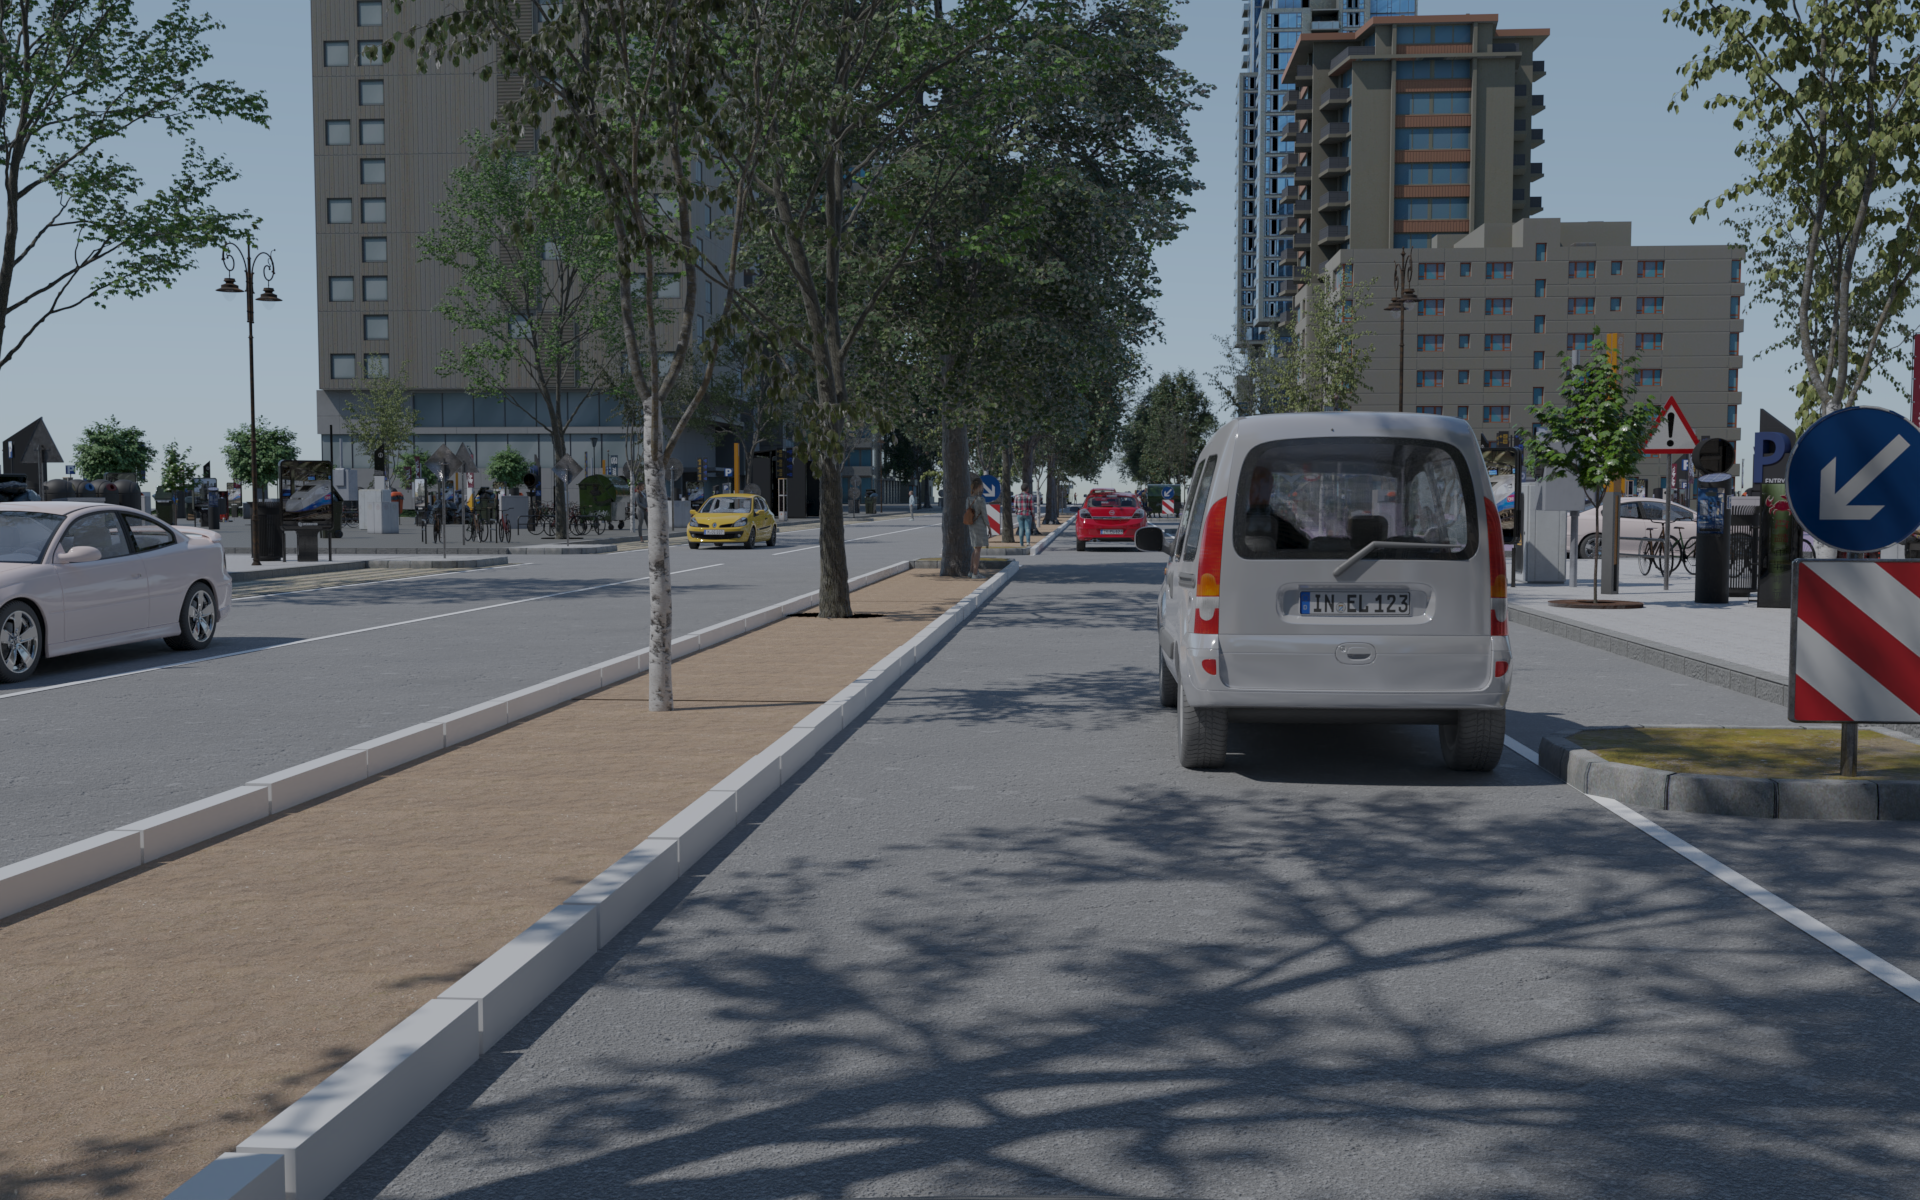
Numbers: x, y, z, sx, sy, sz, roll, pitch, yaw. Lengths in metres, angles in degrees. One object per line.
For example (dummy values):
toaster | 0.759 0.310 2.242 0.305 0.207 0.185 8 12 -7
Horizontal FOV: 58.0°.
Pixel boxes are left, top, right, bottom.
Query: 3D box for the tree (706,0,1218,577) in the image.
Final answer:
tree | -0.013 -7.371 29.621 9.857 13.997 8.962 0 3 0

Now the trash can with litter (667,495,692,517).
trash can with litter | -15.327 -5.229 96.557 2.233 1.210 1.678 3 5 44

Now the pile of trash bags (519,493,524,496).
pile of trash bags | -28.622 -5.933 106.763 3.447 1.369 1.912 -1 4 -22

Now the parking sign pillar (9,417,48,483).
parking sign pillar | -32.564 -4.396 60.351 1.447 3.967 1.447 -1 4 -8

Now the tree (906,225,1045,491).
tree | 0.593 -5.520 43.074 4.737 8.622 4.395 0 3 0

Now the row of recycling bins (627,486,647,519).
row of recycling bins | -17.491 -5.105 90.581 3.534 1.692 1.069 -1 4 -9

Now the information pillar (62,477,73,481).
information pillar | -38.739 -4.329 75.263 0.304 2.012 0.304 1 4 18

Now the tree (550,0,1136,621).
tree | -1.547 -5.602 19.811 9.928 11.665 9.643 0 3 0

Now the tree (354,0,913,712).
tree | -1.971 -3.552 10.900 4.360 8.622 3.978 0 3 0

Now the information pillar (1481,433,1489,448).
information pillar | 20.032 -4.578 66.210 0.183 3.616 0.504 -1 4 -14

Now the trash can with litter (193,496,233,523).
trash can with litter | -34.108 -4.154 78.973 1.678 1.210 2.233 2 4 31

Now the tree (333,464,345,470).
tree | -36.863 -6.571 102.043 1.663 3.219 1.824 0 3 0

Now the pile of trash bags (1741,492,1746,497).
pile of trash bags | 42.794 -5.068 92.616 1.912 1.369 3.447 0 4 -5

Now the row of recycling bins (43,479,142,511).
row of recycling bins | -24.128 -2.506 48.089 1.069 1.692 3.534 1 4 11

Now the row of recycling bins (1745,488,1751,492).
row of recycling bins | 50.011 -6.158 107.794 1.069 1.692 3.534 0 4 -7

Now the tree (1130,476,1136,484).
tree | 20.964 -14.497 187.392 4.360 8.622 3.978 0 3 0

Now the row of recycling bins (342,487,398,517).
row of recycling bins | -33.192 -5.497 96.984 3.534 1.692 1.069 -3 5 -42

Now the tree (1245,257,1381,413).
tree | 11.294 -6.361 54.370 4.737 8.622 4.395 0 3 0

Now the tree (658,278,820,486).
tree | -9.356 -8.637 75.628 8.767 10.594 7.601 0 4 -4

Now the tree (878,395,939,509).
tree | -3.296 -13.090 148.431 8.767 10.594 7.601 1 4 16

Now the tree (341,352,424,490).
tree | -29.306 -8.454 88.582 4.737 8.622 4.395 0 3 0

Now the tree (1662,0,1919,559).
tree | 7.531 -3.912 14.325 4.737 8.622 4.395 0 3 0

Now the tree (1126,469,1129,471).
tree | 27.837 -19.586 270.599 4.360 8.622 3.978 0 3 0

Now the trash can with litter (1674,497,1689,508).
trash can with litter | 38.723 -5.067 93.905 1.678 1.210 2.233 -3 5 -39

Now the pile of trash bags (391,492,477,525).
pile of trash bags | -22.376 -3.868 72.992 3.447 1.369 1.912 -3 5 -42

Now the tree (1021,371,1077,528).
tree | 3.343 -7.363 73.209 4.360 8.622 3.978 0 3 0

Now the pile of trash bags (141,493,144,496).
pile of trash bags | -44.093 -4.941 90.530 1.912 1.369 3.447 1 4 22

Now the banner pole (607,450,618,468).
banner pole | -19.679 -6.603 97.973 0.863 3.779 0.401 1 4 21

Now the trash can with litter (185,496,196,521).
trash can with litter | -37.275 -4.447 84.097 0.624 1.170 1.055 -2 4 -28

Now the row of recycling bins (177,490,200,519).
row of recycling bins | -41.329 -5.203 92.177 1.069 1.692 3.534 0 4 -6

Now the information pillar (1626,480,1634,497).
information pillar | 35.873 -5.401 92.801 0.304 2.012 0.304 0 4 3

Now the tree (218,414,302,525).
tree | -28.792 -5.356 71.285 4.285 4.588 4.351 0 3 0

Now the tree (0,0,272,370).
tree | -13.405 -5.970 23.366 9.928 11.665 9.643 0 3 0

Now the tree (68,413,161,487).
tree | -34.447 -5.311 70.554 4.285 4.588 4.351 0 3 0

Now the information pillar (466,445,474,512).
information pillar | -23.435 -5.594 82.823 0.183 3.616 0.504 -3 5 -42

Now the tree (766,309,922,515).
tree | -7.412 -12.054 107.446 12.009 13.543 11.850 0 3 0

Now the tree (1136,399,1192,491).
tree | 16.583 -11.207 133.589 4.360 8.622 3.978 0 3 0

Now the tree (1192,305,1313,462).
tree | 11.761 -7.215 68.325 4.360 8.622 3.978 0 3 0

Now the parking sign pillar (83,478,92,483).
parking sign pillar | -36.917 -5.222 73.857 1.447 3.967 1.447 0 4 -4

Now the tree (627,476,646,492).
tree | -21.007 -7.206 112.415 1.663 3.219 1.824 0 3 0

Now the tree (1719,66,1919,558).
tree | 15.467 -4.901 30.491 4.360 8.622 3.978 0 3 0

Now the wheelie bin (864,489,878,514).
wheelie bin | -5.799 -6.418 112.842 0.980 1.594 0.693 1 4 18

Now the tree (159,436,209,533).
tree | -26.249 -3.866 57.815 1.663 3.219 1.824 0 3 0

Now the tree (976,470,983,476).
tree | 2.012 -14.300 217.518 4.285 4.588 4.351 0 3 0

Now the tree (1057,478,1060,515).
tree | 6.327 -10.782 113.158 8.767 10.594 7.601 0 4 5

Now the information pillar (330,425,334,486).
information pillar | -21.241 -4.113 58.604 0.183 3.616 0.504 -1 4 -19

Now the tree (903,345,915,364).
tree | 0.369 -19.629 176.823 12.611 20.169 13.585 0 3 0

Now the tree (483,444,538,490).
tree | -28.966 -7.789 111.061 4.285 4.588 4.351 0 3 0

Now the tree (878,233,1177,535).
tree | 2.355 -8.604 60.132 9.611 12.733 9.660 0 3 0

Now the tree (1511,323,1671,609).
tree | 7.130 -1.537 19.736 1.663 3.219 1.824 0 3 0

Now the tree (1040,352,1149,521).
tree | 4.888 -11.014 92.901 12.009 13.543 11.850 0 3 0

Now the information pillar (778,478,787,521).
information pillar | -8.315 -4.699 81.319 0.304 2.012 0.304 2 4 26

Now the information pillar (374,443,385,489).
information pillar | -26.618 -5.391 79.499 0.504 3.616 0.183 1 4 10

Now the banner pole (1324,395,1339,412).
banner pole | 9.349 -3.279 43.625 0.401 3.779 0.863 3 5 42

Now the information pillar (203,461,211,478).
information pillar | -52.121 -7.865 119.949 0.504 3.616 0.183 -1 4 -10

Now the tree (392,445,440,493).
tree | -36.379 -8.111 116.327 4.285 4.588 4.351 0 3 0

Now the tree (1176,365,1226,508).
tree | 19.475 -14.512 154.286 9.611 12.733 9.660 0 3 0

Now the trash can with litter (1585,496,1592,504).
trash can with litter | 29.147 -4.450 83.809 2.233 1.210 1.678 -1 4 -16

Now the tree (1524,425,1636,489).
tree | 24.475 -5.285 70.122 4.285 4.588 4.351 0 3 0
